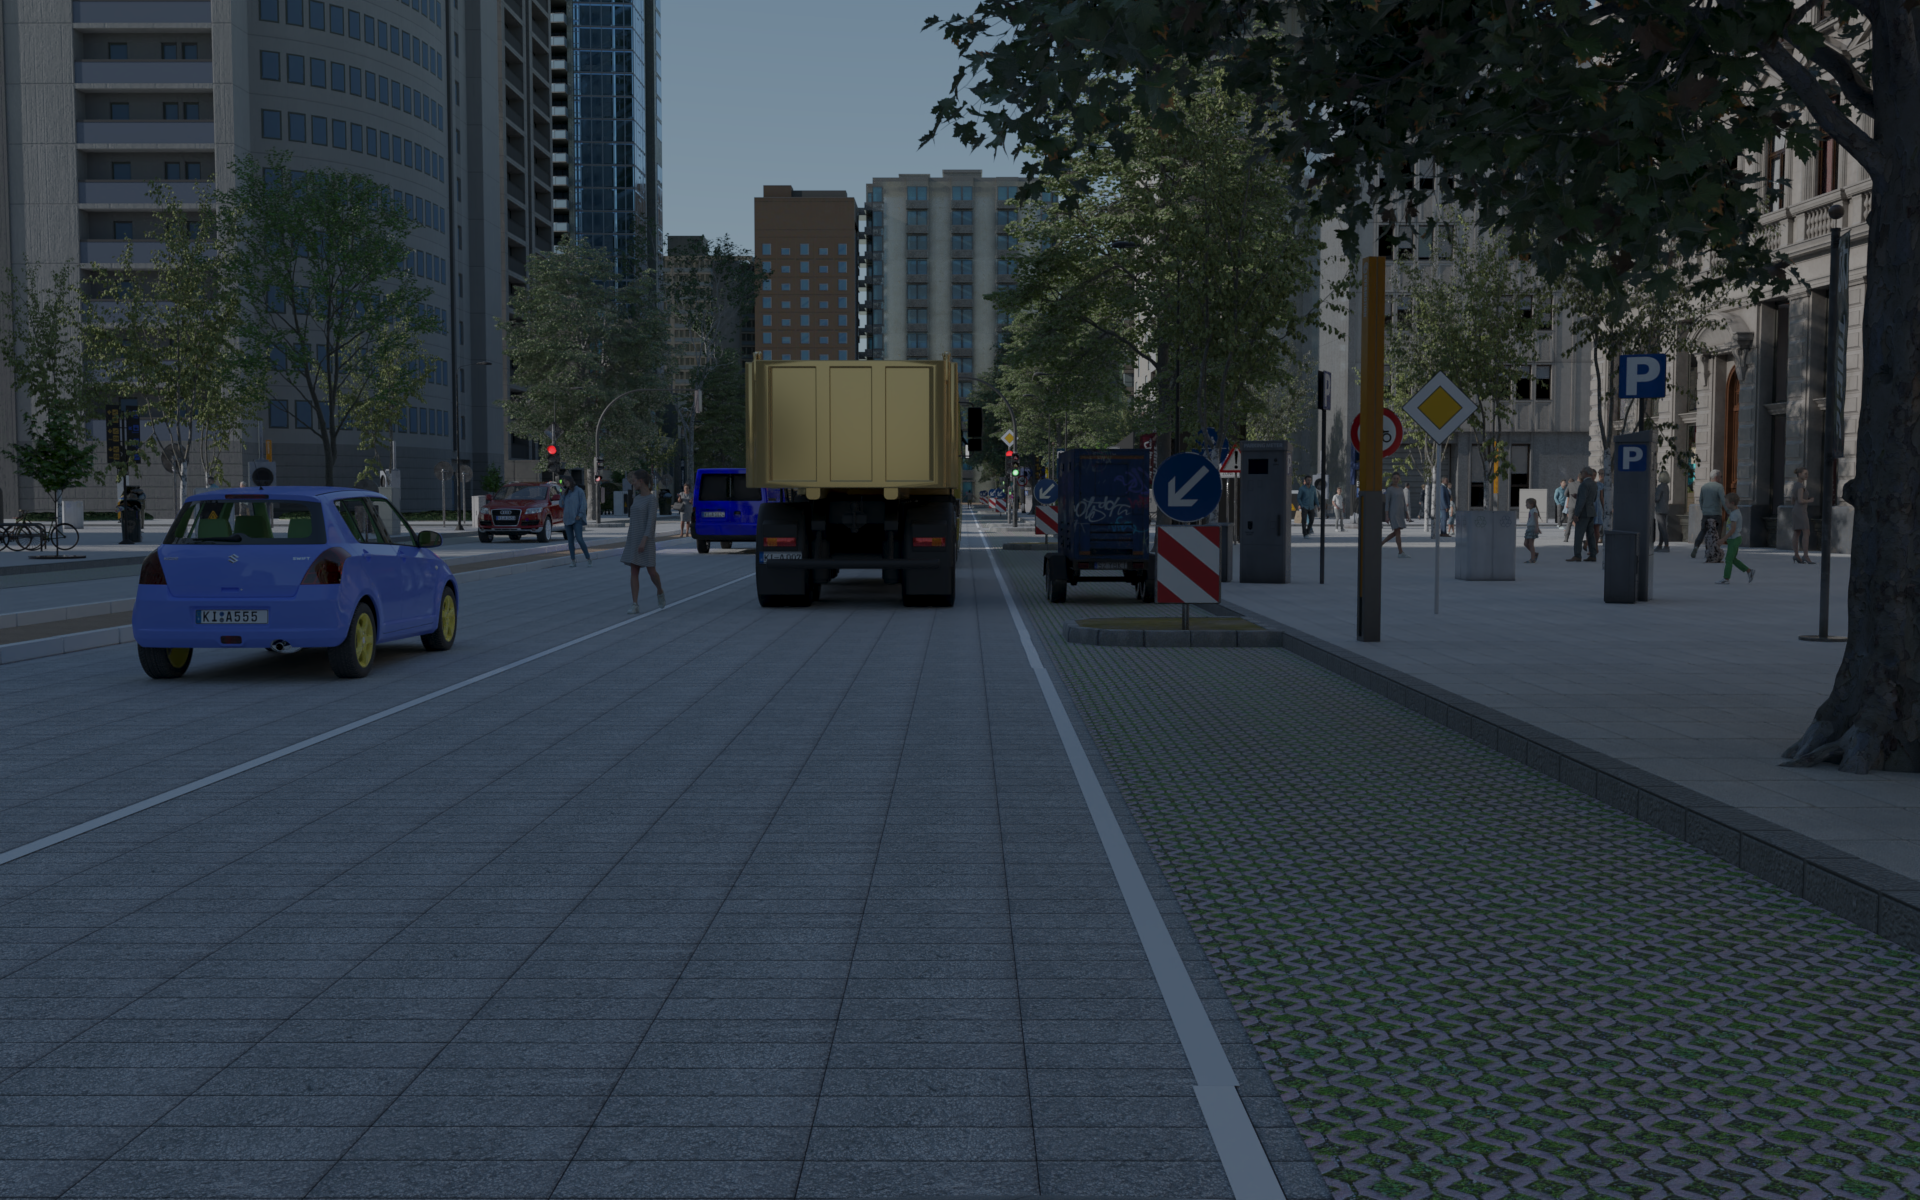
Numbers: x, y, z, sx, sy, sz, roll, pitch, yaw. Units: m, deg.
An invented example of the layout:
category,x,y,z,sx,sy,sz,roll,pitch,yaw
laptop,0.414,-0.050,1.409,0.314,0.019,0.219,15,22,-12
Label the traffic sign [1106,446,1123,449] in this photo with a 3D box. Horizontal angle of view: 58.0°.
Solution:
category,x,y,z,sx,sy,sz,roll,pitch,yaw
traffic sign,4.093,-2.808,46.011,0.768,2.556,0.104,0,4,4

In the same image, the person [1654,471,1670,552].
category,x,y,z,sx,sy,sz,roll,pitch,yaw
person,15.407,-1.955,38.186,0.537,1.800,0.526,-3,5,-42

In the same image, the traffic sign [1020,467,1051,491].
category,x,y,z,sx,sy,sz,roll,pitch,yaw
traffic sign,5.574,-8.197,127.896,2.265,3.308,0.079,0,4,1

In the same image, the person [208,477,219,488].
category,x,y,z,sx,sy,sz,roll,pitch,yaw
person,-23.915,-3.036,55.547,0.748,1.841,0.638,2,4,26

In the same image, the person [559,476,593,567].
category,x,y,z,sx,sy,sz,roll,pitch,yaw
person,-7.544,-1.546,34.034,0.793,1.790,0.793,0,4,-6

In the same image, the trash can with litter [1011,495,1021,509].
category,x,y,z,sx,sy,sz,roll,pitch,yaw
trash can with litter,4.585,-8.255,146.360,1.055,1.170,0.624,-2,4,-30

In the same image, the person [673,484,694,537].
category,x,y,z,sx,sy,sz,roll,pitch,yaw
person,-9.201,-2.987,57.688,0.716,1.782,0.532,-1,4,-10

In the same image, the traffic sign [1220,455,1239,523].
category,x,y,z,sx,sy,sz,roll,pitch,yaw
traffic sign,6.864,-2.585,44.392,0.606,2.300,0.079,0,4,4

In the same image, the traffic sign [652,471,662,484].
category,x,y,z,sx,sy,sz,roll,pitch,yaw
traffic sign,-17.613,-6.144,100.195,0.795,2.593,0.064,0,4,5

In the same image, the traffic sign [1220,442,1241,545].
category,x,y,z,sx,sy,sz,roll,pitch,yaw
traffic sign,6.897,-2.650,43.328,0.884,2.594,0.081,0,4,1

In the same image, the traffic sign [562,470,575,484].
category,x,y,z,sx,sy,sz,roll,pitch,yaw
traffic sign,-20.770,-5.600,91.565,0.884,2.594,0.081,0,4,3

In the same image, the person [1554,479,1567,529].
category,x,y,z,sx,sy,sz,roll,pitch,yaw
person,22.059,-3.512,63.488,0.660,1.820,0.620,-2,4,-24

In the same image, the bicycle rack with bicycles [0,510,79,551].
category,x,y,z,sx,sy,sz,roll,pitch,yaw
bicycle rack with bicycles,-21.495,-1.570,39.049,2.925,0.926,2.852,-2,4,-24

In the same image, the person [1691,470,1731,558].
category,x,y,z,sx,sy,sz,roll,pitch,yaw
person,15.019,-1.710,34.487,0.515,1.767,0.782,-2,4,-28

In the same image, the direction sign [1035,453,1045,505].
category,x,y,z,sx,sy,sz,roll,pitch,yaw
direction sign,4.438,-6.362,96.010,0.379,3.537,0.876,3,5,43

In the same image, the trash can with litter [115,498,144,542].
category,x,y,z,sx,sy,sz,roll,pitch,yaw
trash can with litter,-22.060,-2.119,46.035,0.624,1.170,1.055,-1,4,-20

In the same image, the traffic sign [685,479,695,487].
category,x,y,z,sx,sy,sz,roll,pitch,yaw
traffic sign,-19.792,-7.749,126.696,0.884,2.594,0.081,0,4,2

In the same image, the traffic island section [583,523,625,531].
category,x,y,z,sx,sy,sz,roll,pitch,yaw
traffic island section,-15.678,-3.226,75.025,2.009,0.180,2.903,0,4,0

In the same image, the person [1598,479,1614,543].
category,x,y,z,sx,sy,sz,roll,pitch,yaw
person,16.685,-2.369,44.950,0.661,1.801,0.590,2,4,29

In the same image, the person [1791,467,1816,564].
category,x,y,z,sx,sy,sz,roll,pitch,yaw
person,15.534,-1.561,31.902,0.374,1.781,0.599,1,4,11

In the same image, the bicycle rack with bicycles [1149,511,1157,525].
category,x,y,z,sx,sy,sz,roll,pitch,yaw
bicycle rack with bicycles,6.828,-3.222,66.069,2.925,0.926,2.852,-2,4,-32

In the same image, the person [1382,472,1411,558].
category,x,y,z,sx,sy,sz,roll,pitch,yaw
person,8.727,-1.719,34.904,0.760,1.731,0.466,2,4,27

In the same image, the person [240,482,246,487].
category,x,y,z,sx,sy,sz,roll,pitch,yaw
person,-27.846,-3.729,67.492,0.515,1.767,0.782,-1,4,-15

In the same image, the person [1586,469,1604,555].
category,x,y,z,sx,sy,sz,roll,pitch,yaw
person,13.276,-1.855,36.464,0.616,1.811,0.778,2,4,26

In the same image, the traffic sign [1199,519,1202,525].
category,x,y,z,sx,sy,sz,roll,pitch,yaw
traffic sign,6.221,-2.738,44.766,0.884,2.594,0.081,0,4,4

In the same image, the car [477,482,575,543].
category,x,y,z,sx,sy,sz,roll,pitch,yaw
car,-13.091,-2.689,52.643,2.281,1.827,5.304,0,4,1

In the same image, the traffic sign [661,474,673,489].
category,x,y,z,sx,sy,sz,roll,pitch,yaw
traffic sign,-18.378,-6.634,108.574,0.768,2.556,0.104,0,4,3

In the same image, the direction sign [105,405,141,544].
category,x,y,z,sx,sy,sz,roll,pitch,yaw
direction sign,-21.320,-3.193,44.196,0.379,3.537,0.876,2,4,35

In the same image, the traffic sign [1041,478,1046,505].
category,x,y,z,sx,sy,sz,roll,pitch,yaw
traffic sign,5.582,-7.276,119.066,0.768,2.556,0.104,0,4,3

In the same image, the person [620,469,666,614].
category,x,y,z,sx,sy,sz,roll,pitch,yaw
person,-3.828,-0.716,20.953,0.466,1.731,0.760,1,4,13

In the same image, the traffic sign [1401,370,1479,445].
category,x,y,z,sx,sy,sz,roll,pitch,yaw
traffic sign,5.117,-1.145,18.450,0.795,2.593,0.064,1,4,10

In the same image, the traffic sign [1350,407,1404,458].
category,x,y,z,sx,sy,sz,roll,pitch,yaw
traffic sign,6.063,-1.539,25.274,0.768,2.556,0.104,0,4,7

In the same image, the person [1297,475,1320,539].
category,x,y,z,sx,sy,sz,roll,pitch,yaw
person,9.985,-2.675,49.798,0.660,1.820,0.620,-1,4,-22

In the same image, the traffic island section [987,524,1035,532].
category,x,y,z,sx,sy,sz,roll,pitch,yaw
traffic island section,2.143,-2.735,66.990,2.009,0.180,2.903,0,4,0

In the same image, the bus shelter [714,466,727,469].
category,x,y,z,sx,sy,sz,roll,pitch,yaw
bus shelter,-20.816,-9.523,146.983,1.731,3.624,6.357,0,4,0

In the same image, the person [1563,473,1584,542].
category,x,y,z,sx,sy,sz,roll,pitch,yaw
person,16.413,-2.465,46.146,0.655,1.846,0.447,3,5,40

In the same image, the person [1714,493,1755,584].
category,x,y,z,sx,sy,sz,roll,pitch,yaw
person,11.065,-0.880,24.682,0.590,1.304,0.306,0,4,1

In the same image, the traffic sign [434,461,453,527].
category,x,y,z,sx,sy,sz,roll,pitch,yaw
traffic sign,-19.925,-4.081,66.833,0.768,2.556,0.104,0,4,4

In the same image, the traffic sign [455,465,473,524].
category,x,y,z,sx,sy,sz,roll,pitch,yaw
traffic sign,-21.492,-4.583,75.042,0.768,2.556,0.104,0,4,4

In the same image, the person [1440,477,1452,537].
category,x,y,z,sx,sy,sz,roll,pitch,yaw
person,14.549,-2.802,52.034,0.419,1.800,0.721,1,4,11

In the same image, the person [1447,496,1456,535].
category,x,y,z,sx,sy,sz,roll,pitch,yaw
person,15.401,-2.667,54.340,0.332,1.250,0.352,-2,4,-30

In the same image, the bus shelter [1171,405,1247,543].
category,x,y,z,sx,sy,sz,roll,pitch,yaw
bus shelter,6.709,-3.481,48.204,1.731,3.624,6.357,0,4,0

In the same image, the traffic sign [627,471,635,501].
category,x,y,z,sx,sy,sz,roll,pitch,yaw
traffic sign,-17.693,-5.741,93.979,0.768,2.556,0.104,0,4,2

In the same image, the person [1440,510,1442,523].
category,x,y,z,sx,sy,sz,roll,pitch,yaw
person,17.744,-3.553,64.146,0.388,1.821,0.555,0,4,2

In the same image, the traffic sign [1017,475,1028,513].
category,x,y,z,sx,sy,sz,roll,pitch,yaw
traffic sign,4.171,-7.105,116.273,0.768,2.556,0.104,0,4,5

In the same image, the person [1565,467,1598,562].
category,x,y,z,sx,sy,sz,roll,pitch,yaw
person,11.826,-1.635,32.957,0.590,1.801,0.661,3,5,44

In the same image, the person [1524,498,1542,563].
category,x,y,z,sx,sy,sz,roll,pitch,yaw
person,10.662,-1.286,32.086,0.382,1.210,0.505,0,3,0

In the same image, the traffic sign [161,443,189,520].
category,x,y,z,sx,sy,sz,roll,pitch,yaw
traffic sign,-19.643,-2.645,43.347,0.768,2.556,0.104,1,4,9

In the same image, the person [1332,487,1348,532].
category,x,y,z,sx,sy,sz,roll,pitch,yaw
person,12.951,-3.085,59.086,0.523,1.515,0.503,2,4,28

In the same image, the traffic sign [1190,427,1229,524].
category,x,y,z,sx,sy,sz,roll,pitch,yaw
traffic sign,4.738,-2.015,33.056,0.768,2.556,0.104,0,4,1

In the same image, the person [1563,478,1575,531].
category,x,y,z,sx,sy,sz,roll,pitch,yaw
person,20.881,-3.234,59.016,0.616,1.811,0.778,-1,4,-16

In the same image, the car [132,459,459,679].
category,x,y,z,sx,sy,sz,roll,pitch,yaw
car,-5.491,-0.315,14.747,1.945,1.707,3.694,0,4,-1
